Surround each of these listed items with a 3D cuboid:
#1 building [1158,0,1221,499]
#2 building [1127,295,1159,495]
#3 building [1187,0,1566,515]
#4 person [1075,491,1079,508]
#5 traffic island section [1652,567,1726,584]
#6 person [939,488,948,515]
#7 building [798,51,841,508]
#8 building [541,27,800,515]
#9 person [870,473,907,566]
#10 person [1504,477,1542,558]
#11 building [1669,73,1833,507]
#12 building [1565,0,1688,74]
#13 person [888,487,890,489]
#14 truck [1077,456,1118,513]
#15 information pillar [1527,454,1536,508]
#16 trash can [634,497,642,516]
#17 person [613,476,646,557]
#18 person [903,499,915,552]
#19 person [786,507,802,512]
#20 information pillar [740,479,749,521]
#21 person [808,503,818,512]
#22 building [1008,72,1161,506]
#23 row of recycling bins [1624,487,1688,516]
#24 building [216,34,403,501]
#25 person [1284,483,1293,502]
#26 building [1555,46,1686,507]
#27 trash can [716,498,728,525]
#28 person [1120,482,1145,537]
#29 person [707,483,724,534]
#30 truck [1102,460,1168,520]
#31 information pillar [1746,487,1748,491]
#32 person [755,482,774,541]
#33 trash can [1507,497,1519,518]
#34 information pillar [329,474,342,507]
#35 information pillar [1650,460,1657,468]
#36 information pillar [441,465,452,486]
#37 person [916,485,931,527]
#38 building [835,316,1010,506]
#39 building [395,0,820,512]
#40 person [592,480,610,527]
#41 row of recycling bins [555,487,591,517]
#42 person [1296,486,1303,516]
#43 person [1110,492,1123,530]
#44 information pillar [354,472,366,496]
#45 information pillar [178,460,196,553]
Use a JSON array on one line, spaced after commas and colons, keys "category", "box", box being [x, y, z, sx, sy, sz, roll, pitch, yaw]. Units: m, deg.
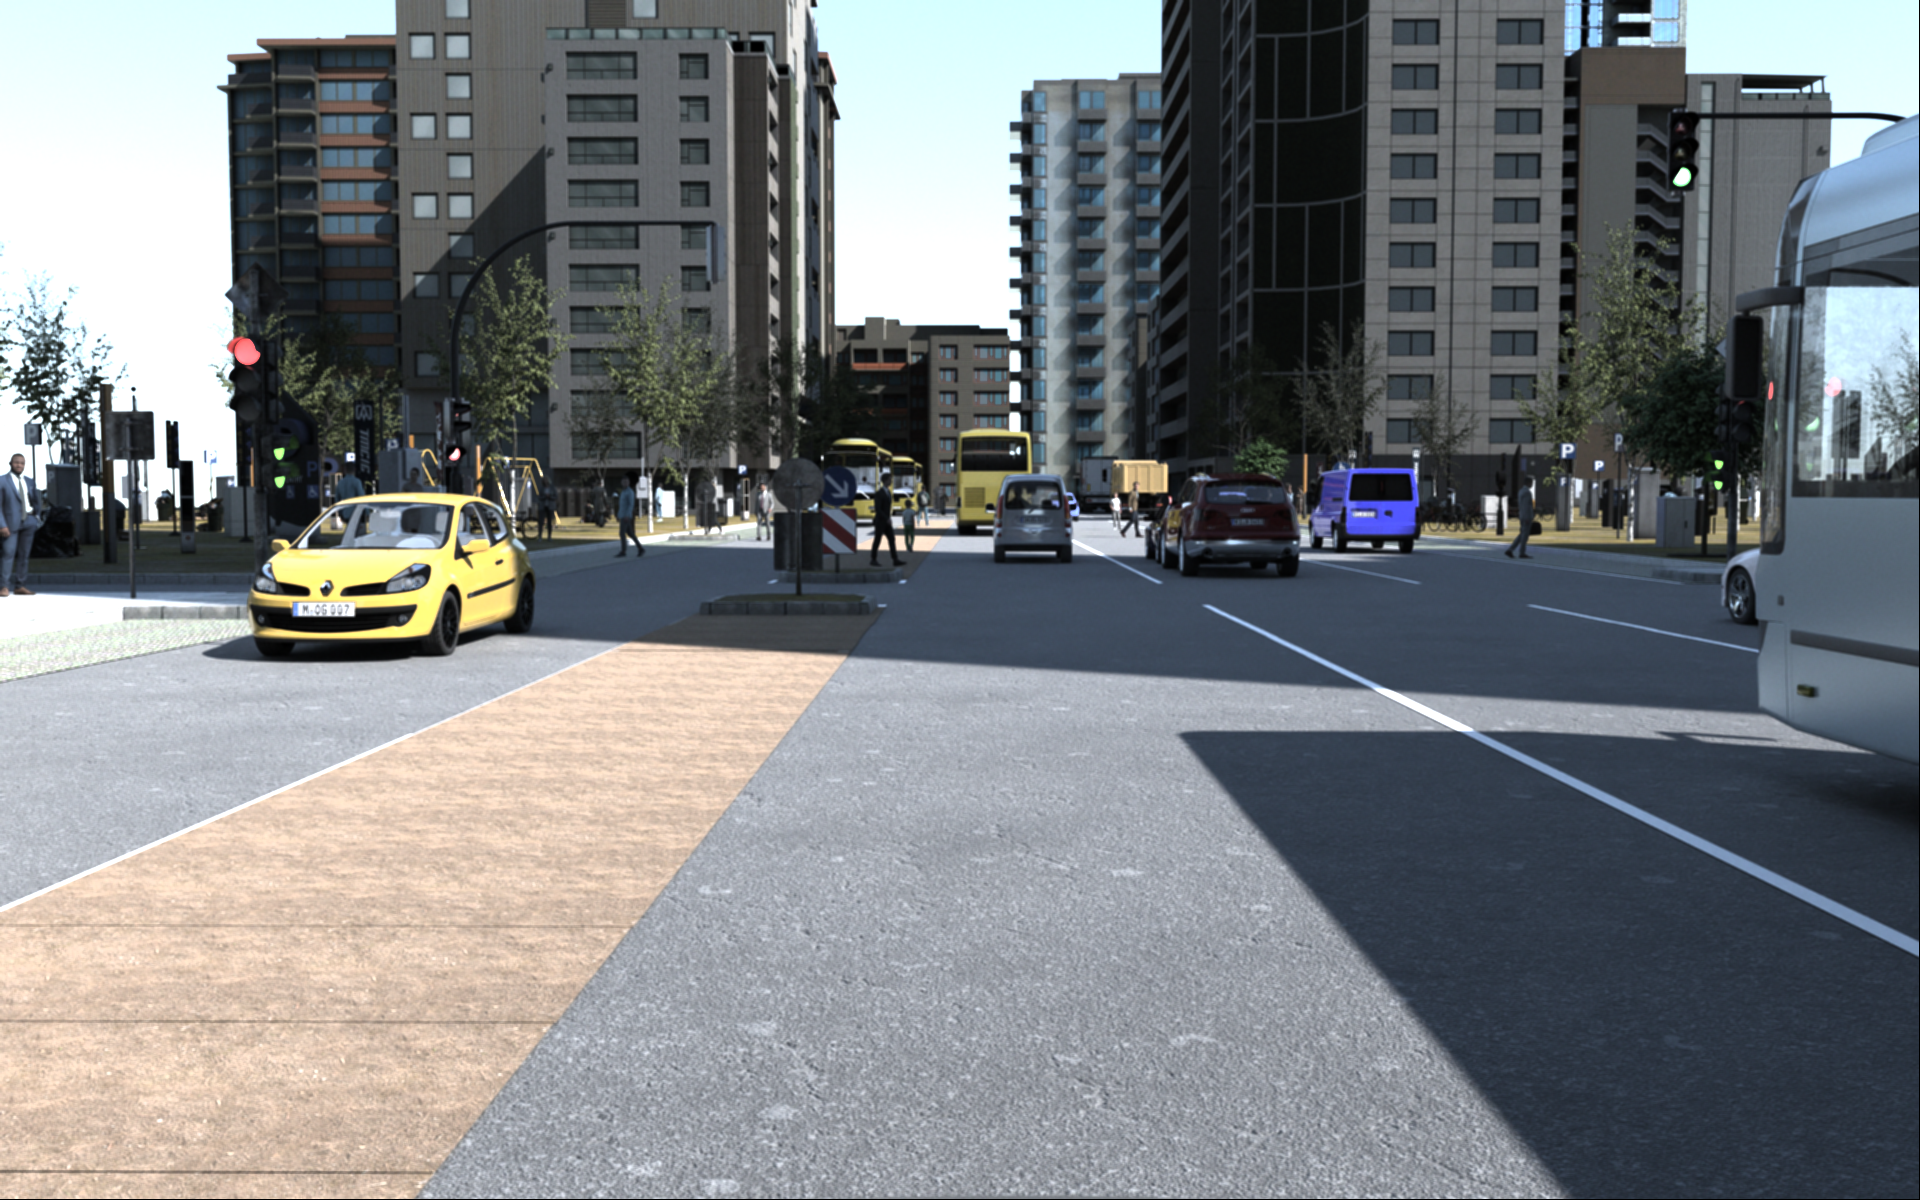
[{"category": "building", "box": [27.762, -31.486, 138.491, 21.300, 48.544, 21.600, 0, 4, 1]}, {"category": "building", "box": [31.008, -19.550, 164.681, 27.650, 21.520, 28.899, 0, 4, 1]}, {"category": "building", "box": [26.936, -41.451, 115.974, 20.563, 71.187, 20.611, 0, 4, 1]}, {"category": "person", "box": [11.660, -10.036, 173.299, 0.721, 1.735, 1.217, 1, 4, 23]}, {"category": "traffic island section", "box": [12.890, -0.405, 28.902, 2.009, 0.180, 2.903, 0, 4, 1]}, {"category": "person", "box": [-1.108, -6.161, 109.262, 0.705, 1.821, 1.348, 2, 4, 35]}, {"category": "building", "box": [-24.794, -31.369, 167.501, 28.867, 44.769, 22.147, 0, 4, 1]}, {"category": "building", "box": [-18.067, -20.772, 111.330, 14.160, 30.474, 14.107, 0, 4, 1]}, {"category": "person", "box": [-1.434, -1.585, 34.197, 0.755, 1.850, 0.659, 2, 4, 25]}, {"category": "person", "box": [12.564, -1.825, 38.455, 0.853, 1.813, 0.709, 0, 4, 0]}, {"category": "building", "box": [75.773, -29.865, 171.887, 14.086, 41.232, 14.154, 0, 4, 1]}, {"category": "building", "box": [66.690, -54.156, 198.128, 31.000, 86.520, 22.319, 0, 4, 1]}, {"category": "person", "box": [-3.232, -3.986, 73.524, 0.795, 1.843, 0.661, 2, 4, 26]}, {"category": "truck", "box": [10.615, -8.861, 133.783, 2.839, 4.237, 11.283, 0, 4, 1]}, {"category": "information pillar", "box": [33.194, -6.687, 100.690, 0.504, 3.616, 0.183, 0, 4, 5]}, {"category": "trash can", "box": [-18.950, -5.488, 101.384, 0.748, 1.137, 0.748, 0, 3, 0]}, {"category": "person", "box": [-7.461, -1.879, 39.085, 0.748, 1.841, 0.638, -1, 4, -17]}, {"category": "person", "box": [-1.251, -1.813, 42.388, 0.306, 1.304, 0.590, 0, 4, -3]}, {"category": "person", "box": [-4.958, -2.656, 52.103, 0.592, 1.802, 0.473, 1, 4, 12]}, {"category": "information pillar", "box": [-10.338, -4.815, 83.215, 0.304, 2.012, 0.304, -3, 5, -42]}, {"category": "person", "box": [-6.111, -3.827, 71.331, 0.793, 1.790, 0.793, -1, 4, -13]}, {"category": "building", "box": [20.803, -35.477, 199.657, 30.456, 49.044, 23.786, 0, 4, 1]}, {"category": "row of recycling bins", "box": [40.429, -5.717, 100.581, 3.534, 1.692, 1.069, 0, 4, 7]}, {"category": "building", "box": [-54.234, -31.408, 168.150, 28.867, 44.769, 22.147, 0, 4, 1]}, {"category": "person", "box": [10.814, -2.982, 57.527, 0.793, 1.790, 0.793, -2, 4, -33]}, {"category": "building", "box": [61.287, -31.893, 171.558, 14.200, 45.320, 14.600, 0, 4, 1]}, {"category": "trash can", "box": [-9.873, -3.647, 71.279, 0.748, 1.137, 0.748, 0, 3, 0]}, {"category": "person", "box": [5.717, -2.991, 57.308, 0.836, 1.842, 0.656, 0, 4, -3]}, {"category": "person", "box": [-8.325, -3.044, 58.451, 0.728, 1.800, 0.709, -1, 4, -9]}, {"category": "truck", "box": [10.023, -6.253, 98.158, 3.469, 3.379, 9.791, 0, 4, 1]}, {"category": "information pillar", "box": [35.867, -4.578, 79.337, 0.304, 2.012, 0.304, 3, 5, 43]}, {"category": "person", "box": [-6.052, -2.734, 53.467, 0.678, 1.792, 0.850, 1, 4, 11]}, {"category": "trash can", "box": [29.452, -4.930, 92.265, 0.748, 1.137, 0.748, 0, 3, 0]}, {"category": "information pillar", "box": [-22.354, -3.521, 62.056, 0.304, 2.012, 0.304, 1, 4, 20]}, {"category": "information pillar", "box": [34.168, -5.749, 85.344, 0.183, 3.616, 0.504, -1, 4, -10]}, {"category": "information pillar", "box": [-13.044, -2.428, 44.182, 0.304, 2.012, 0.304, -2, 4, -30]}, {"category": "person", "box": [-1.630, -4.074, 75.102, 0.794, 1.824, 0.713, 3, 5, 45]}, {"category": "building", "box": [-8.856, -21.876, 202.717, 28.899, 21.520, 27.650, 0, 4, 1]}, {"category": "building", "box": [-25.065, -33.164, 131.476, 28.713, 52.752, 27.495, 0, 4, 1]}, {"category": "person", "box": [-13.826, -3.706, 66.745, 0.694, 1.812, 0.767, 1, 4, 13]}, {"category": "row of recycling bins", "box": [-22.001, -5.710, 100.466, 1.069, 1.692, 3.534, 2, 4, 34]}, {"category": "person", "box": [19.999, -5.866, 102.298, 0.374, 1.781, 0.599, -1, 4, -18]}, {"category": "person", "box": [6.289, -3.569, 69.447, 0.503, 1.515, 0.523, -3, 5, -41]}, {"category": "information pillar", "box": [-17.087, -2.740, 49.288, 0.304, 2.012, 0.304, -2, 4, -28]}, {"category": "information pillar", "box": [-16.731, -2.019, 37.498, 0.304, 2.012, 0.304, -2, 4, -24]}]
